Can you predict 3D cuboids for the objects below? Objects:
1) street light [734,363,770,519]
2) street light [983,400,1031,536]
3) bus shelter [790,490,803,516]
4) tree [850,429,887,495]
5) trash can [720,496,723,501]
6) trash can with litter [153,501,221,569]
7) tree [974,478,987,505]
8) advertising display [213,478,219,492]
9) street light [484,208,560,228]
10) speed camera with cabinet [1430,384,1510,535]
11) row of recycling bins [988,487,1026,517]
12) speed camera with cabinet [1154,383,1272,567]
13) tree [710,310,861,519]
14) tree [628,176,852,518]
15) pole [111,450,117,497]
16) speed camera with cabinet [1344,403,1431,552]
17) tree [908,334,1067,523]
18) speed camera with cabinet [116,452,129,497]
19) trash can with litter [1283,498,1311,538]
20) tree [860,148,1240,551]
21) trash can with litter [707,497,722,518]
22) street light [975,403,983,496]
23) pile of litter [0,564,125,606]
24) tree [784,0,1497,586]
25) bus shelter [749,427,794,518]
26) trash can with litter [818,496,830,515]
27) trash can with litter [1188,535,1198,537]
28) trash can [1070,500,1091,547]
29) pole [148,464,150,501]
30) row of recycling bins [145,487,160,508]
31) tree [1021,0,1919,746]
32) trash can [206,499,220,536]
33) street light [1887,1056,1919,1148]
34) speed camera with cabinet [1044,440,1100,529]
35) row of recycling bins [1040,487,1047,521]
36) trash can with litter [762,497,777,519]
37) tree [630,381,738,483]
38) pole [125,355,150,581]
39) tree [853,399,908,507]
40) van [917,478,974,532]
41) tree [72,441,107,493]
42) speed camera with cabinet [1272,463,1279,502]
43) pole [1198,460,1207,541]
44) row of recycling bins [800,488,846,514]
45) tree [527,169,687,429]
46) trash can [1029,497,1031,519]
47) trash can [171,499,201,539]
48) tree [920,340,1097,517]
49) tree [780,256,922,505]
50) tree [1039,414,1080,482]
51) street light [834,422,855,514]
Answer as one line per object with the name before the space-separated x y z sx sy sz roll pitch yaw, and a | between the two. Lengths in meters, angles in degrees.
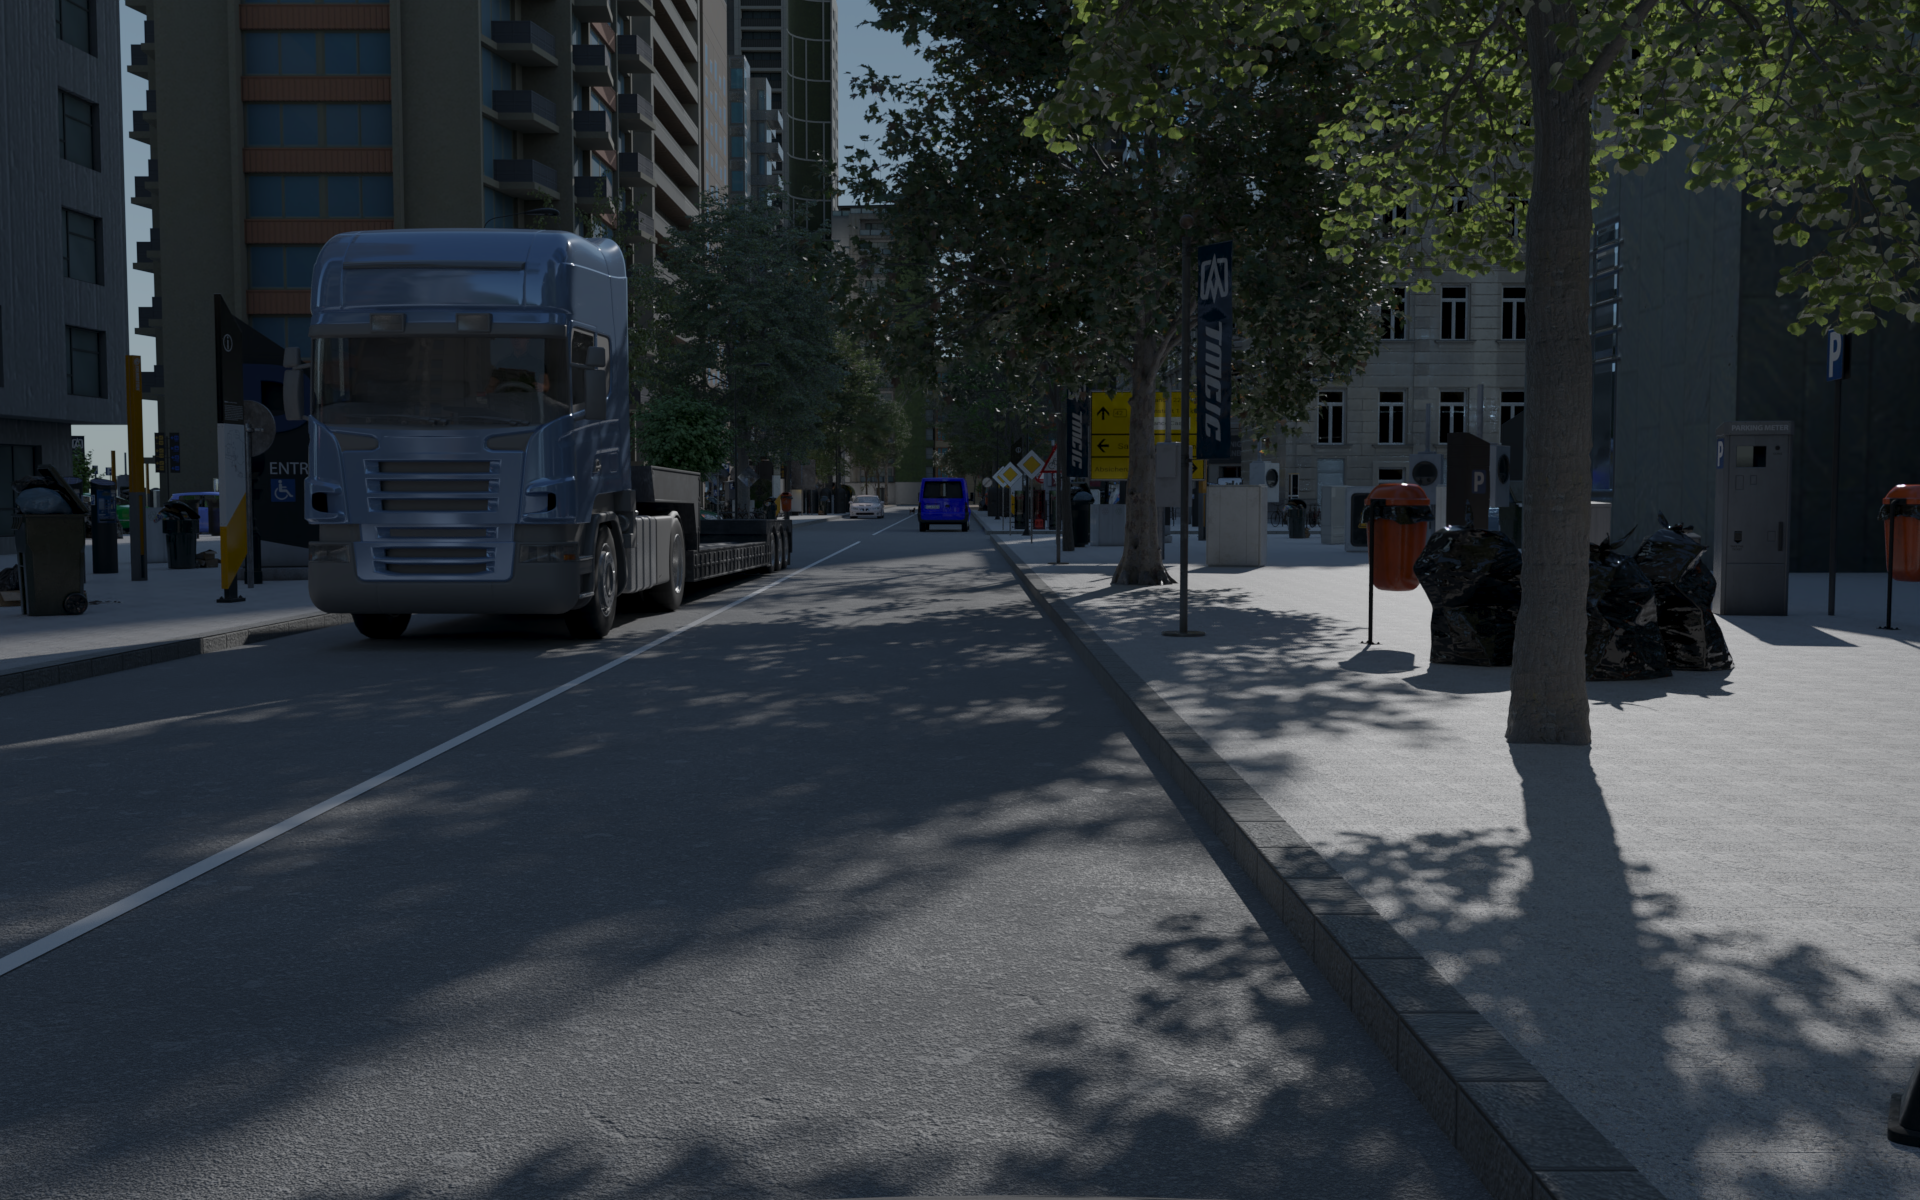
street light | -7.411 -5.436 61.421 1.470 5.913 1.316 0 4 0
street light | 1.531 -4.936 53.242 1.470 5.913 1.316 0 4 0
bus shelter | -10.054 -6.766 104.541 2.014 3.302 5.546 0 4 0
tree | -8.487 -13.380 169.119 4.360 8.622 3.978 0 3 0
trash can | -17.778 -7.070 127.251 0.748 1.137 0.748 0 3 0
trash can with litter | -13.317 -1.133 29.911 0.624 1.170 1.055 1 4 17
tree | 2.453 -12.857 204.809 1.663 3.219 1.824 0 3 0
advertising display | -30.047 -3.973 70.178 0.123 1.923 0.974 -3 4 -37
street light | -7.203 -3.409 28.284 1.470 5.913 1.316 0 4 0
speed camera with cabinet | 9.100 -2.221 30.651 0.660 3.252 2.038 3 4 38
row of recycling bins | 2.781 -5.682 100.009 1.069 1.692 3.534 2 4 33
speed camera with cabinet | 4.420 -2.233 30.847 2.038 3.252 0.660 1 4 22
tree | -8.533 -9.177 84.464 8.767 10.594 7.601 0 4 1
tree | -8.845 -9.954 69.399 9.857 13.997 8.962 0 3 0
pole | -39.496 -5.323 80.866 0.158 3.312 0.155 0 3 0
speed camera with cabinet | 9.524 -2.670 37.996 2.038 3.252 0.660 1 4 22
tree | 2.656 -9.250 76.994 9.928 11.665 9.643 0 3 0
speed camera with cabinet | -40.188 -5.406 82.724 0.660 3.252 2.038 -3 4 -38
trash can with litter | 9.775 -2.370 50.142 0.624 1.170 1.055 2 4 27
tree | 2.463 -6.393 38.938 8.767 10.594 7.601 0 4 1
trash can with litter | -10.409 -3.873 74.715 1.055 1.170 0.624 2 4 33
street light | 1.348 -6.987 86.775 1.470 5.913 1.316 0 4 0
pile of litter | -10.769 -0.381 20.195 1.719 0.858 1.176 1 4 9
tree | 2.598 -6.562 24.299 9.611 12.733 9.660 0 3 0
bus shelter | -10.699 -7.226 95.785 2.179 5.291 8.768 0 3 0
trash can with litter | -8.241 -5.696 104.508 0.624 1.170 1.055 0 4 6
trash can with litter | 7.790 -2.452 51.144 2.233 1.210 1.678 2 4 27
trash can | 2.797 -1.845 41.821 0.748 1.137 0.748 0 3 0
pole | -47.787 -6.608 101.889 0.158 3.312 0.155 0 3 0
row of recycling bins | -61.992 -7.671 132.534 3.534 1.692 1.069 0 4 5
tree | 2.867 -5.562 9.060 7.486 12.596 7.792 0 3 0
trash can | -22.733 -2.536 53.121 0.748 1.137 0.748 0 3 0
street light | 1.484 -1.881 3.301 1.470 5.913 1.316 0 4 0
speed camera with cabinet | 4.119 -4.246 63.750 2.038 3.252 0.660 1 4 9
row of recycling bins | 5.123 -5.326 94.196 1.069 1.692 3.534 1 4 23
trash can with litter | -7.972 -3.645 70.981 0.624 1.170 1.055 -3 5 -43
tree | -8.173 -4.095 50.661 4.285 4.588 4.351 0 3 0
pole | -12.134 -1.937 25.516 0.158 3.312 0.155 0 3 0
tree | -8.441 -15.365 176.966 9.928 11.665 9.643 0 3 0
van | -0.583 -3.855 67.409 2.240 2.365 5.245 0 4 1
tree | -32.130 -4.213 63.490 1.663 3.219 1.824 0 3 0
speed camera with cabinet | 8.047 -3.294 48.186 2.038 3.252 0.660 -3 5 -42
pole | 6.676 -3.290 47.638 0.158 3.312 0.155 0 3 0
row of recycling bins | -9.209 -6.521 113.725 3.534 1.692 1.069 1 4 8
tree | -8.555 -5.494 40.186 4.737 8.622 4.395 0 3 0
trash can | 3.741 -4.682 88.211 0.748 1.137 0.748 0 3 0
trash can | -21.075 -2.174 47.202 0.748 1.137 0.748 0 3 0
tree | 2.997 -11.311 95.301 12.009 13.543 11.850 0 3 0
tree | -7.944 -17.116 135.737 12.611 20.169 13.585 0 3 0
tree | 8.065 -11.066 131.295 4.737 8.622 4.395 0 3 0
street light | -7.429 -8.506 111.606 1.470 5.913 1.316 0 4 0
